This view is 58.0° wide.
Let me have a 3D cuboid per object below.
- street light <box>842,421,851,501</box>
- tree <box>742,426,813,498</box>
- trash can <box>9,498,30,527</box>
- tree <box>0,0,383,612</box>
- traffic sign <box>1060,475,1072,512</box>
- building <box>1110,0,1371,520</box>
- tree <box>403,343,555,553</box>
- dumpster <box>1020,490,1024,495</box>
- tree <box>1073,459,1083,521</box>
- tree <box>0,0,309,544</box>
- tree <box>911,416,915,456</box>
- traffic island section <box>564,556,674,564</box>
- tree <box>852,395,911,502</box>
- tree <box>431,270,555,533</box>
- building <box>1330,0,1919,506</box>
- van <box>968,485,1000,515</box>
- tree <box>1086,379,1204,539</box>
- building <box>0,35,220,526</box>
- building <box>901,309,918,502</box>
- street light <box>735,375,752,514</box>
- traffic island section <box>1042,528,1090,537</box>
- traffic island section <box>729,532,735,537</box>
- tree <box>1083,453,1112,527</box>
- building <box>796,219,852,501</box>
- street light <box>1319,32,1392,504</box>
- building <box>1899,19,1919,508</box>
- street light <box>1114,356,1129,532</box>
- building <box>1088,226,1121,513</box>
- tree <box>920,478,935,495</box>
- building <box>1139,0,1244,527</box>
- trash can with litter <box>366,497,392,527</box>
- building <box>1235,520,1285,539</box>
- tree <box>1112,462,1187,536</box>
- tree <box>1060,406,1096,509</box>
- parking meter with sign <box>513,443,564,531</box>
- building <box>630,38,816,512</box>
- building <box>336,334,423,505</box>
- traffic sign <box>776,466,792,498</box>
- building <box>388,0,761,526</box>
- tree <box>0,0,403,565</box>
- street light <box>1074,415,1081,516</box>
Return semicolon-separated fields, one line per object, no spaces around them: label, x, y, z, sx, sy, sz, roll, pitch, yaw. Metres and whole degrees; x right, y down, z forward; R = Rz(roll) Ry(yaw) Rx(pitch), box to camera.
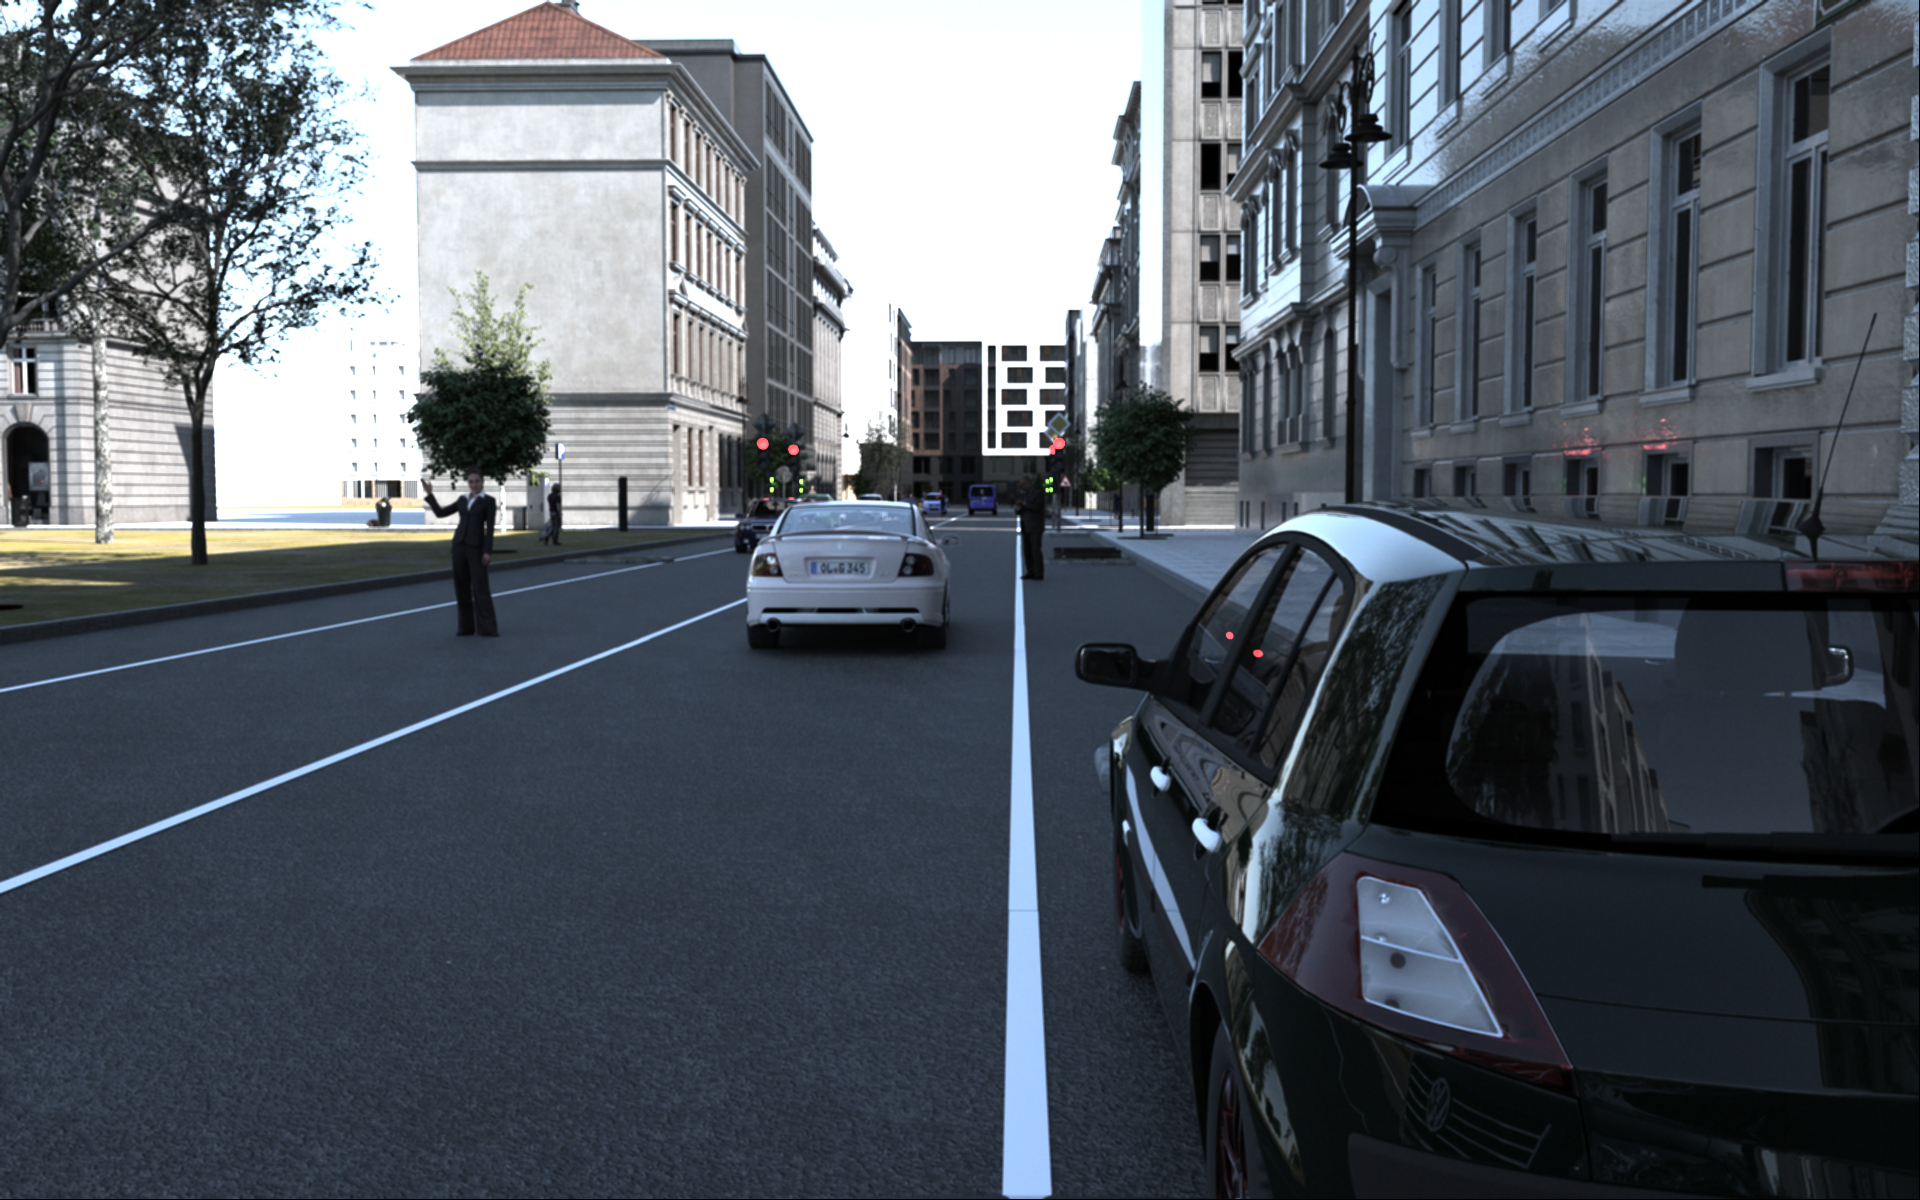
street light;-7.049;-8.239;107.500;0.468;5.910;1.993;0;4;2
tree;-8.706;-6.043;82.518;4.285;4.588;4.351;0;3;0
trash can;-36.474;-3.398;67.205;0.748;1.137;0.748;0;3;0
tree;-10.941;-6.635;18.858;12.009;13.543;11.850;0;3;0
traffic sign;7.378;-7.409;121.134;0.884;2.594;0.081;0;4;3
building;16.576;-19.444;105.295;14.401;28.519;23.554;0;4;2
tree;-10.489;-3.318;37.956;4.285;4.588;4.351;0;3;0
dumpster;7.760;-11.685;199.267;1.865;1.857;1.264;0;4;2
tree;6.143;-5.346;82.016;1.663;3.219;1.824;0;3;0
tree;-23.698;-11.530;44.405;12.611;20.169;13.585;0;3;0
tree;-5.696;-12.220;150.151;4.360;8.622;3.978;0;3;0
traffic island section;-7.101;-0.831;36.450;1.991;0.108;1.994;0;4;2
tree;-6.324;-10.980;129.884;4.360;8.622;3.978;0;3;0
tree;-15.031;-6.496;56.570;4.737;8.622;4.395;0;3;0
building;13.121;-14.365;20.774;13.634;28.700;20.117;0;4;2
van;1.590;-7.021;119.172;2.240;2.365;5.245;0;4;2
tree;5.312;-4.034;49.676;4.285;4.588;4.351;0;3;0
building;-46.773;-14.300;75.612;24.055;21.916;13.314;0;4;2
building;-22.387;-21.996;203.603;32.646;21.610;27.936;0;4;2
street light;-8.423;-5.795;67.535;0.468;5.910;1.993;0;4;2
traffic island section;3.363;-2.226;58.669;2.009;0.180;2.903;0;4;2
traffic island section;-6.673;-2.246;59.011;2.009;0.180;2.903;0;4;2
tree;5.854;-4.452;67.387;1.663;3.219;1.824;0;3;0
building;-15.553;-17.362;125.663;13.314;21.916;24.055;0;4;2
street light;4.070;-2.765;17.994;0.468;5.910;1.993;0;4;2
building;10.397;-10.529;1.023;11.050;23.489;19.941;0;4;2
street light;5.406;-5.219;58.123;0.468;5.910;1.993;0;4;2
building;16.662;-17.592;129.432;13.314;21.916;24.055;0;4;2
tree;-3.856;-13.114;209.017;1.663;3.219;1.824;0;3;0
building;18.035;-15.616;73.336;19.932;24.808;12.078;0;4;2
trash can with litter;-22.519;-3.401;67.001;1.055;1.170;0.624;1;4;19
building;14.551;-15.620;42.778;14.401;28.519;23.554;0;4;2
tree;5.914;-3.578;53.108;1.663;3.219;1.824;0;3;0
tree;9.452;-11.915;145.169;4.360;8.622;3.978;0;3;0
parking meter with sign;-14.573;-3.886;59.796;1.738;3.016;0.543;1;4;10
building;-16.842;-18.825;101.299;14.314;27.812;24.014;0;4;2
building;-67.151;-21.660;210.556;11.380;20.091;16.016;0;4;2
traffic sign;-7.937;-4.768;78.055;0.768;2.556;0.104;0;4;4
building;-16.371;-14.846;78.889;11.583;22.565;21.152;0;4;2
tree;-13.956;-5.905;30.967;8.767;10.594;7.601;0;4;7
street light;6.868;-7.860;101.290;0.468;5.910;1.993;0;4;2
